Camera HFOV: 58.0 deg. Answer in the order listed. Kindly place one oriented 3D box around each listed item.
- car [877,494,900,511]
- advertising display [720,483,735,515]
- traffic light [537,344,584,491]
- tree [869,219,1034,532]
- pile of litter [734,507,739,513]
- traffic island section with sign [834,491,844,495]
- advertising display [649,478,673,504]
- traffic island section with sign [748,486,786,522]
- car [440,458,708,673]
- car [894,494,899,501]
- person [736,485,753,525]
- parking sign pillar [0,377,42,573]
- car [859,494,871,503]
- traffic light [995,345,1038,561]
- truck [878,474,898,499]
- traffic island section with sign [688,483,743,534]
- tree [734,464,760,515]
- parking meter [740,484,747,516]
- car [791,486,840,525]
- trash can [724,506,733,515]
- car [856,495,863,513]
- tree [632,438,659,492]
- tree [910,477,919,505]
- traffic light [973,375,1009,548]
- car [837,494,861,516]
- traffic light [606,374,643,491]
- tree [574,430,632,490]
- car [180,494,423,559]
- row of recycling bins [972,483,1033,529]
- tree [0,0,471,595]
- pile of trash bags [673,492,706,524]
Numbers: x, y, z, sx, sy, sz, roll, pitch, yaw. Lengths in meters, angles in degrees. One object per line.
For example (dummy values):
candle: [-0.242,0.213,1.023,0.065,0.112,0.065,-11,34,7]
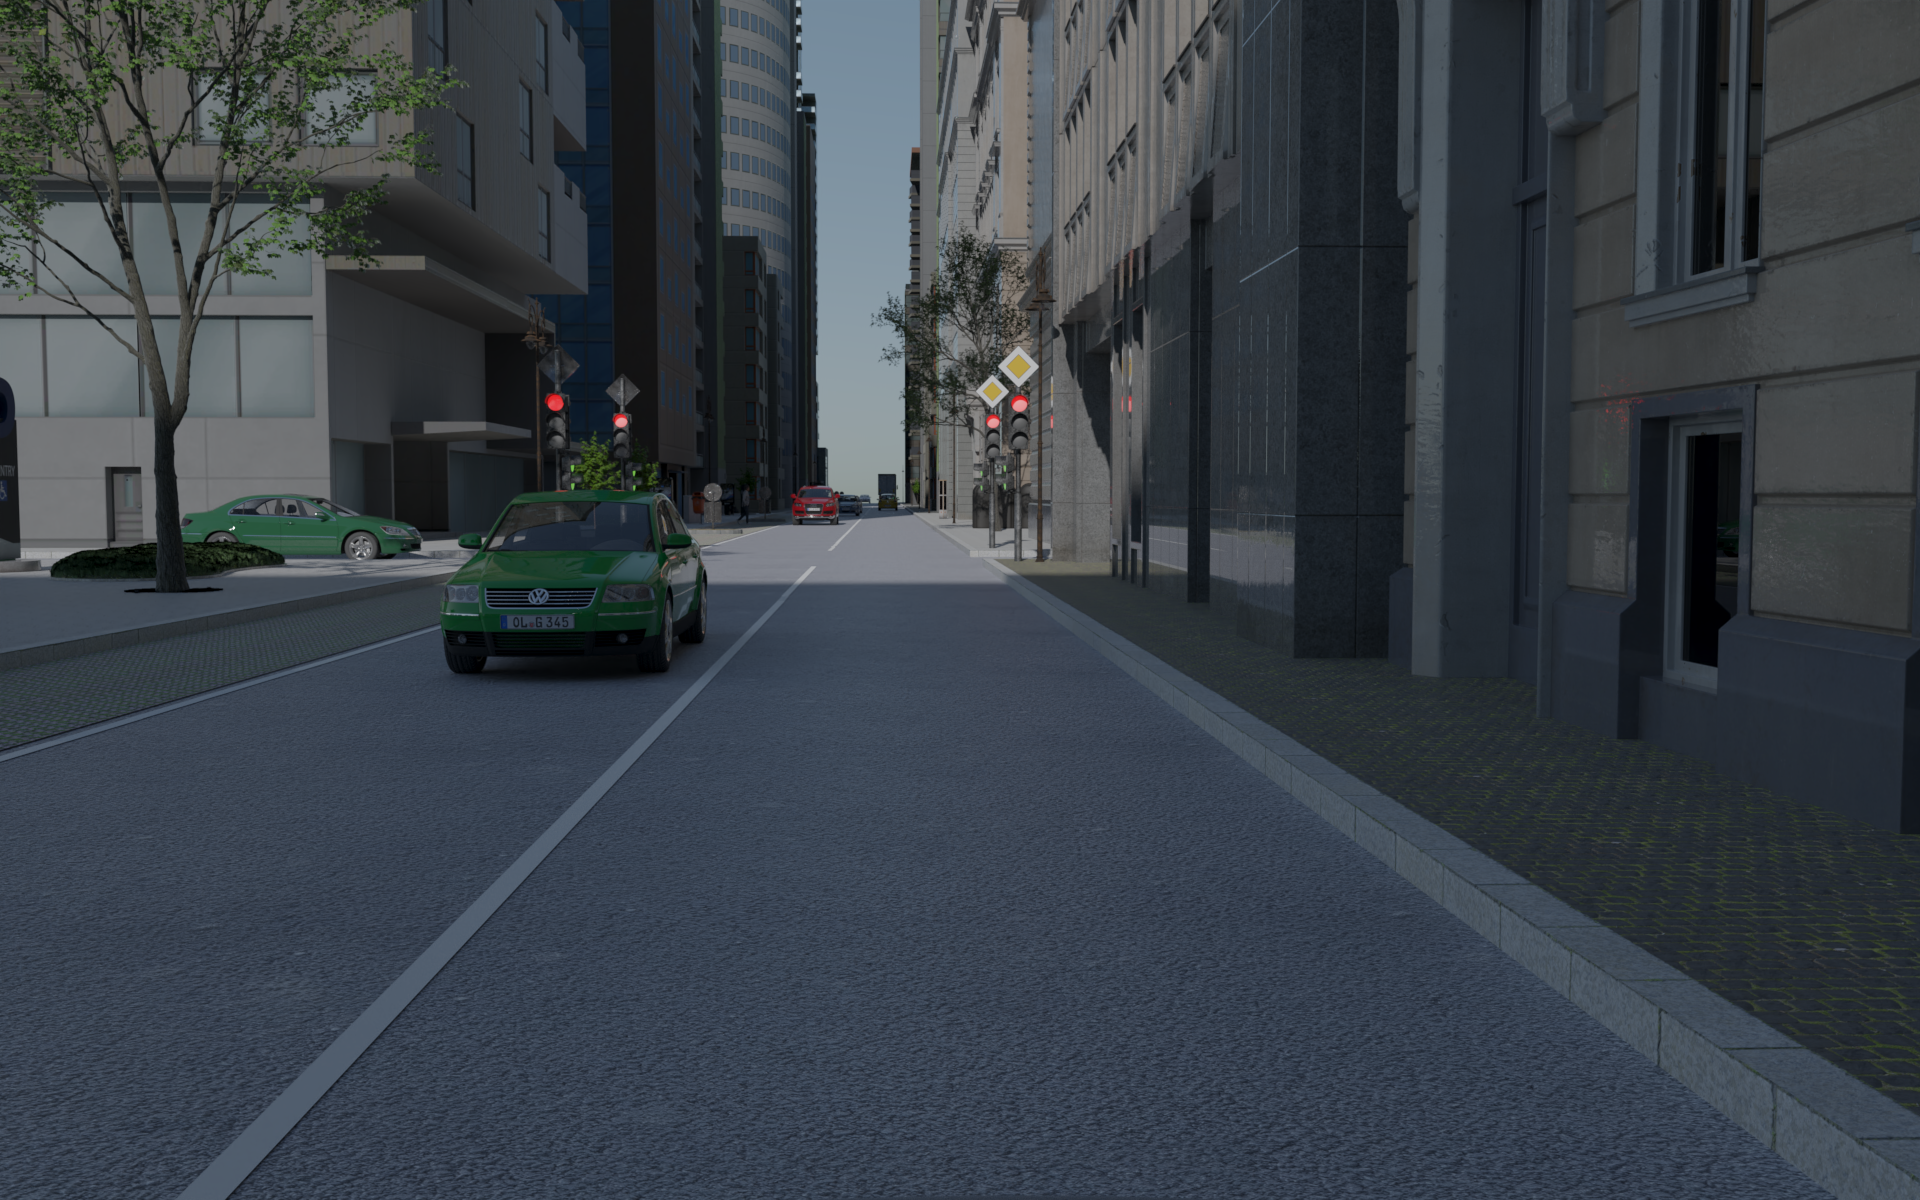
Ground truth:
car: [-6.273,-8.611,151.009,2.015,1.641,3.980,0,4,-1]
advertising display: [-13.955,-6.037,103.916,0.974,1.923,0.123,2,4,28]
traffic light: [-7.514,-2.667,32.522,0.839,4.253,0.868,0,4,-2]
tree: [0.966,-7.636,59.253,7.601,10.594,8.767,1,4,22]
pile of litter: [-15.317,-6.131,114.212,1.719,0.858,1.176,-2,4,-24]
traffic island section with sign: [-16.977,-14.763,249.998,1.989,1.847,2.006,0,4,-2]
advertising display: [-11.730,-3.835,67.923,0.974,1.923,0.123,1,4,13]
traffic island section with sign: [-10.028,-4.950,89.561,1.989,1.847,2.006,0,4,-2]
car: [-3.282,-0.397,15.280,1.959,1.807,4.718,0,4,-3]
car: [-8.715,-12.523,216.553,2.131,1.459,4.920,0,4,-1]
person: [-10.093,-4.442,80.977,0.795,1.843,0.661,0,4,1]
parking sign pillar: [-16.066,-2.456,28.634,1.447,3.967,1.447,0,4,-7]
car: [-14.918,-15.827,271.138,2.083,1.381,4.827,0,4,-3]
traffic light: [1.088,-2.690,32.909,0.839,4.253,0.868,0,4,-2]
truck: [-10.210,-15.600,243.972,2.839,4.237,11.283,0,4,-1]
traffic island section with sign: [-8.849,-3.279,62.239,1.989,1.847,2.006,0,4,-2]
tree: [-13.377,-7.003,109.107,1.663,3.219,1.824,0,3,0]
parking meter: [-12.775,-5.911,102.353,0.255,1.863,0.399,-3,4,-38]
car: [-6.713,-4.412,80.807,2.281,1.827,5.304,0,4,-2]
trash can: [-14.349,-5.866,107.569,0.748,1.137,0.748,0,3,0]
car: [-8.333,-7.216,130.343,2.083,1.381,4.827,0,4,-1]
tree: [-11.101,-3.938,58.987,1.663,3.219,1.824,0,3,0]
tree: [-5.025,-12.576,200.214,1.663,3.219,1.824,0,3,0]
traffic light: [0.743,-3.178,40.887,0.839,4.253,0.868,0,4,-2]
car: [-7.497,-6.251,114.211,2.014,1.417,4.499,0,4,-2]
traffic light: [-7.860,-3.155,40.500,0.839,4.253,0.868,0,4,-2]
tree: [-10.912,-3.530,52.318,1.663,3.219,1.824,0,3,0]
car: [-13.883,-1.515,36.563,4.920,1.459,2.131,0,4,-4]
row of recycling bins: [2.186,-3.510,64.497,3.534,1.692,1.069,1,4,10]
tree: [-10.348,-5.916,22.480,9.928,11.665,9.643,0,3,0]
pile of trash bags: [-12.412,-3.906,73.617,3.447,1.369,1.912,1,4,13]
